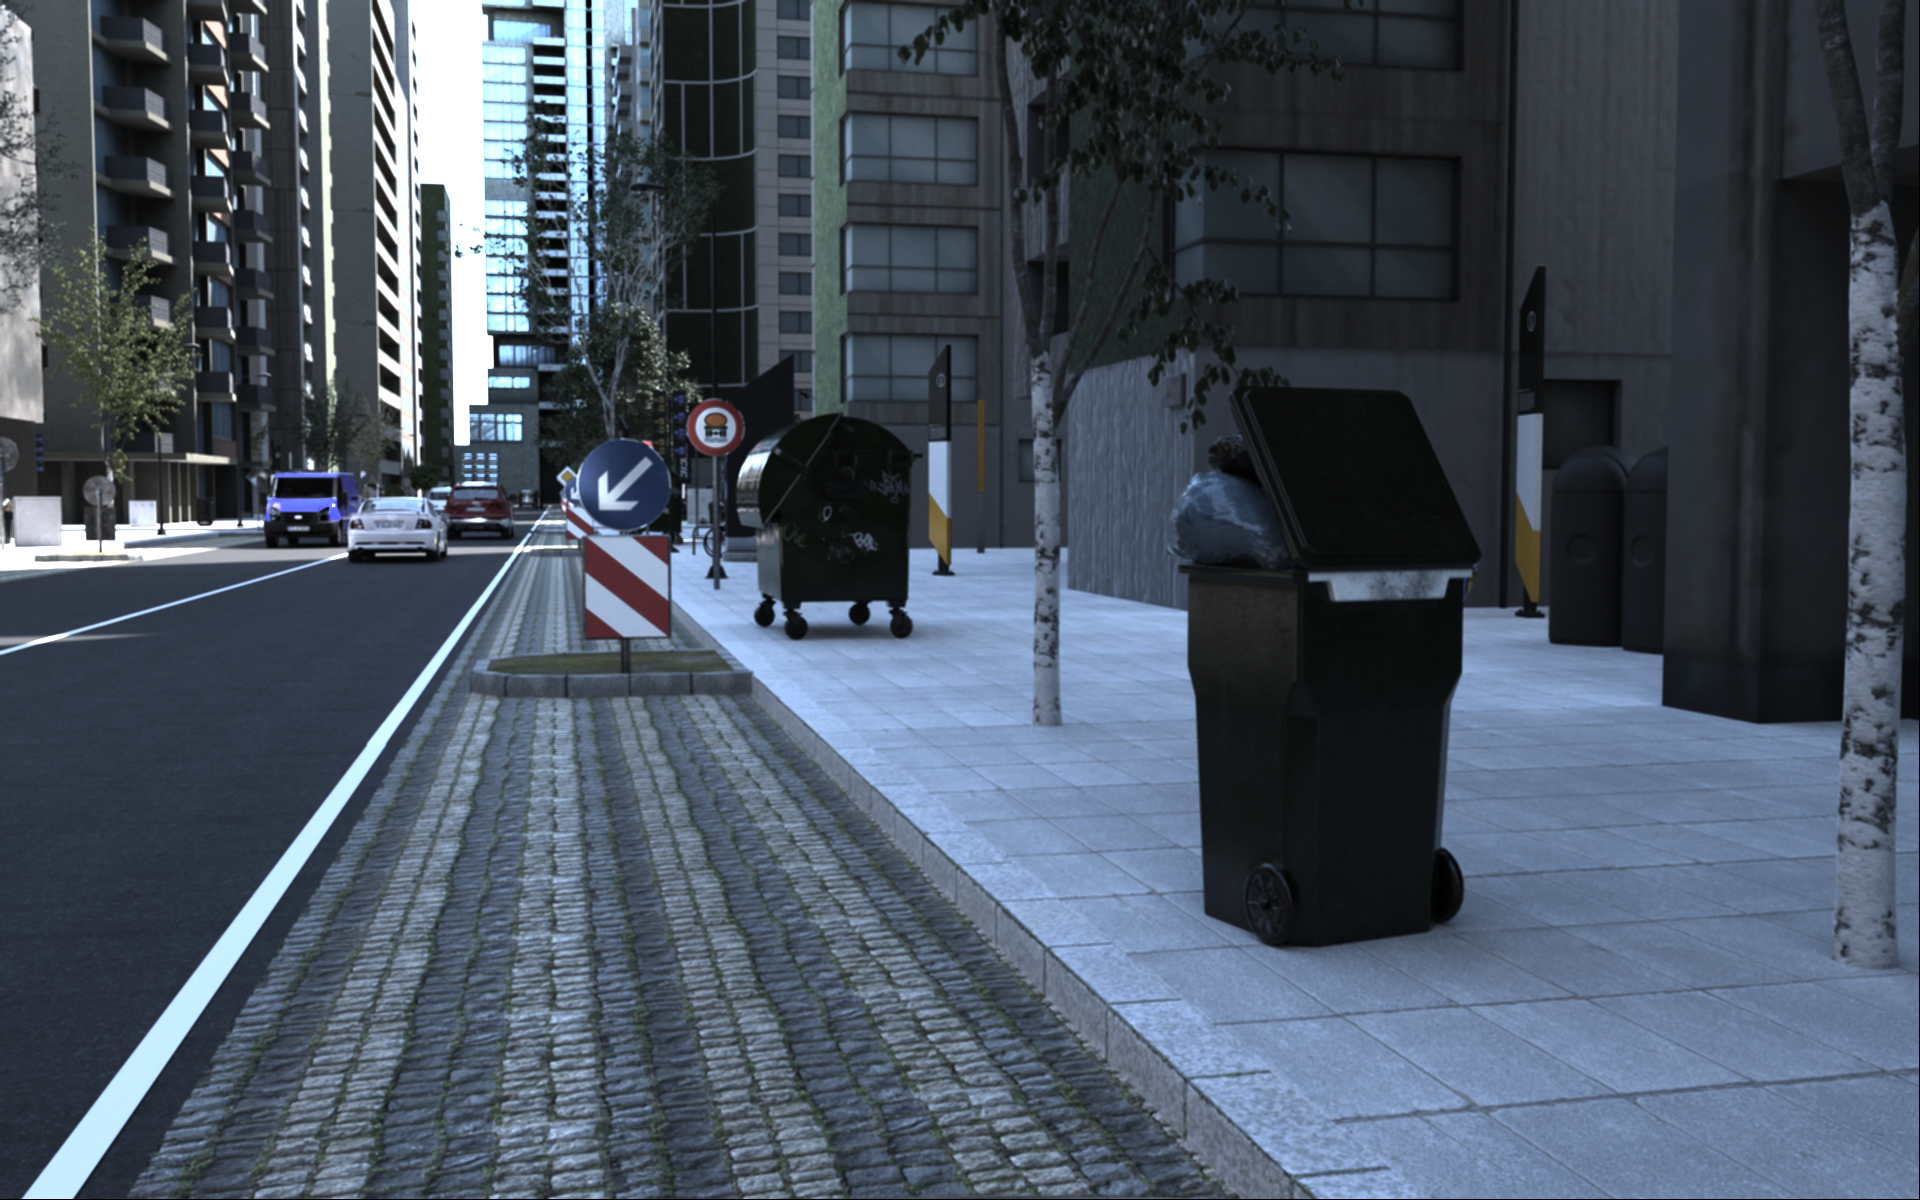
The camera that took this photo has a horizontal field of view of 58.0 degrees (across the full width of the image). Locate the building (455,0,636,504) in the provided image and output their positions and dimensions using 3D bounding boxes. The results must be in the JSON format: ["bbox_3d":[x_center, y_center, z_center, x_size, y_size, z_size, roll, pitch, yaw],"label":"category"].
[{"bbox_3d":[-52.640,-56.475,236.038,31.000,86.520,22.319,-1,4,-13],"label":"building"}]

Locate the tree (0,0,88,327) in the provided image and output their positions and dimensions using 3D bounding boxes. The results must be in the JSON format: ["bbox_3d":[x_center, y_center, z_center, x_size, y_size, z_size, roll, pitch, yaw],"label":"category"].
[{"bbox_3d":[-20.117,-7.232,28.621,12.009,13.543,11.850,0,3,0],"label":"tree"}]

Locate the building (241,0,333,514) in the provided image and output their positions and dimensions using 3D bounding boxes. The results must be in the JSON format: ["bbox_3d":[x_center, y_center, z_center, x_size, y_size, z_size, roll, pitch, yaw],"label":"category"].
[{"bbox_3d":[-49.226,-26.266,113.045,14.154,41.232,14.086,-1,4,-13],"label":"building"}]

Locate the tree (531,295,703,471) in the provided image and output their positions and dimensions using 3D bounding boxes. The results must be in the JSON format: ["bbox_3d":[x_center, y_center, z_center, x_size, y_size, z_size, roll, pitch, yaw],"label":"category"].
[{"bbox_3d":[-19.638,-11.169,99.619,9.611,12.733,9.660,0,3,0],"label":"tree"}]

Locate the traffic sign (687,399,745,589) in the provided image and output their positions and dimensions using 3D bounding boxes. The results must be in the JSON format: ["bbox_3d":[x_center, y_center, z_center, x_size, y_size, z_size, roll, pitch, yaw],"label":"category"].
[{"bbox_3d":[-3.273,-1.415,23.248,0.768,2.556,0.104,-1,4,-11],"label":"traffic sign"}]

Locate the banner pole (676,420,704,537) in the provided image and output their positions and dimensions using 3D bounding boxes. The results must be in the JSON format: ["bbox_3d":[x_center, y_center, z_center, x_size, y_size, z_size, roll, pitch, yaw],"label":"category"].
[{"bbox_3d":[-8.102,-3.779,51.799,0.863,3.779,0.401,-2,4,-24],"label":"banner pole"}]

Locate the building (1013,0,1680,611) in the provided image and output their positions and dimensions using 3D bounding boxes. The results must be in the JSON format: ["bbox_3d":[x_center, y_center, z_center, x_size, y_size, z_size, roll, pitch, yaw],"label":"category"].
[{"bbox_3d":[7.822,-15.561,26.120,14.160,30.474,14.107,-1,4,-13],"label":"building"}]

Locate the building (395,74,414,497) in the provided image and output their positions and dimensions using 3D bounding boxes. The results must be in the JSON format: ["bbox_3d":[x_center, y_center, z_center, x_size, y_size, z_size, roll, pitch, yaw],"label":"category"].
[{"bbox_3d":[-64.736,-32.383,179.574,14.600,45.320,14.200,-1,4,-13],"label":"building"}]

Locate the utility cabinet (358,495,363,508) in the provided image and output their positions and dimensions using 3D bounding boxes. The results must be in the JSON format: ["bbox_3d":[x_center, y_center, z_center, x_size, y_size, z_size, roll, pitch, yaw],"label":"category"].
[{"bbox_3d":[-38.074,-6.011,109.442,0.306,1.237,1.020,0,4,7],"label":"utility cabinet"}]

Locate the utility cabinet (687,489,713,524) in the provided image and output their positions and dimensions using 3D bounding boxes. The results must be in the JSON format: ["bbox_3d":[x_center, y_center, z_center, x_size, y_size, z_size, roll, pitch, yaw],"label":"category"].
[{"bbox_3d":[-10.988,-3.968,73.552,1.173,1.500,0.318,0,4,-4],"label":"utility cabinet"}]

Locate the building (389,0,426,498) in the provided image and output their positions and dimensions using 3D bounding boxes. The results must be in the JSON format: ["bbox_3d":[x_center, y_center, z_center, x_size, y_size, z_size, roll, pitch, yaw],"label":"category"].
[{"bbox_3d":[-75.938,-39.999,195.988,28.212,58.520,21.231,-1,4,-13],"label":"building"}]

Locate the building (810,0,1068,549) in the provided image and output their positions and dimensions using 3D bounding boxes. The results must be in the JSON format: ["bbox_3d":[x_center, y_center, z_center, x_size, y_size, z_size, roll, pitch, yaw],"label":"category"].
[{"bbox_3d":[2.696,-22.242,47.246,14.154,41.232,14.086,-1,4,-13],"label":"building"}]

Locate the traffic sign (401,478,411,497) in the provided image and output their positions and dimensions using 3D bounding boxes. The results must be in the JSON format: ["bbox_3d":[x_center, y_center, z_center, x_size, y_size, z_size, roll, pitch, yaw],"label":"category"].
[{"bbox_3d":[-43.899,-8.394,137.348,0.768,2.556,0.104,-1,4,-11],"label":"traffic sign"}]

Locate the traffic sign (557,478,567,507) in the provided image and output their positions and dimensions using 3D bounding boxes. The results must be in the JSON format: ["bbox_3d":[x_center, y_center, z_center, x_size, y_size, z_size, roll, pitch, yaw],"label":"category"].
[{"bbox_3d":[-15.734,-4.017,69.327,0.795,2.450,0.064,-1,4,-13],"label":"traffic sign"}]

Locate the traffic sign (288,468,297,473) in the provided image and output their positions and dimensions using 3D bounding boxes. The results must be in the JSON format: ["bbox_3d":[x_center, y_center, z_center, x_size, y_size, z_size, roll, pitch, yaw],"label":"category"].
[{"bbox_3d":[-25.817,-3.876,67.020,0.795,2.450,0.064,-1,4,-13],"label":"traffic sign"}]

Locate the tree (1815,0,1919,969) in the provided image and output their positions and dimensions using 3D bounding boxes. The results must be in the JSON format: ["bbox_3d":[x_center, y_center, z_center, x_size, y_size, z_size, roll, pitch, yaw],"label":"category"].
[{"bbox_3d":[2.569,-3.297,4.272,4.360,8.622,3.978,0,3,0],"label":"tree"}]

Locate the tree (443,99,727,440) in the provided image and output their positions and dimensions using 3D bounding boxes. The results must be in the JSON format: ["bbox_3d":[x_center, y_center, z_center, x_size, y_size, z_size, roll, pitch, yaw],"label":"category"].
[{"bbox_3d":[-18.072,-13.978,84.423,12.611,20.169,13.585,0,3,0],"label":"tree"}]

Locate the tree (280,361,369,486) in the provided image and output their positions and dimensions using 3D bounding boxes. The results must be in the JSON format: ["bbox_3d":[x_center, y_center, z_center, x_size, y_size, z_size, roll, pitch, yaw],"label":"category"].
[{"bbox_3d":[-35.146,-8.865,95.312,4.360,8.622,3.978,0,3,0],"label":"tree"}]

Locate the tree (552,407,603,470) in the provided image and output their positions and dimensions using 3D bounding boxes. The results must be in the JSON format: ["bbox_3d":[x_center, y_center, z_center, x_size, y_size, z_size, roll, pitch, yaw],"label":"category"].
[{"bbox_3d":[-31.918,-13.196,150.172,7.601,10.594,8.767,0,4,6],"label":"tree"}]

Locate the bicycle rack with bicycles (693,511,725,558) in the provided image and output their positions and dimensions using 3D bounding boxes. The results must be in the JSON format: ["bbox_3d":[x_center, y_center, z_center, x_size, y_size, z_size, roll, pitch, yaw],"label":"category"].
[{"bbox_3d":[-4.227,-1.383,35.988,2.925,0.926,2.852,-2,4,-25],"label":"bicycle rack with bicycles"}]

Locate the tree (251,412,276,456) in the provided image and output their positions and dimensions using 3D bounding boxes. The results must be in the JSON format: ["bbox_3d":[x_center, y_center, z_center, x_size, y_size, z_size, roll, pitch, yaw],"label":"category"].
[{"bbox_3d":[-43.703,-9.406,104.158,4.737,8.622,4.395,0,3,0],"label":"tree"}]

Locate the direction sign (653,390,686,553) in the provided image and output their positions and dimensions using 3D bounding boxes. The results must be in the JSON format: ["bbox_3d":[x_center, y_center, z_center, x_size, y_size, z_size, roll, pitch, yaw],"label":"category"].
[{"bbox_3d":[-6.359,-2.813,37.995,0.876,3.537,0.379,2,4,29],"label":"direction sign"}]

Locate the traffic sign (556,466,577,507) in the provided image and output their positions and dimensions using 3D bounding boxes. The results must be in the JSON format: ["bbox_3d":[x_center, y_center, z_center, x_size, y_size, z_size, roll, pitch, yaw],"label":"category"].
[{"bbox_3d":[-13.931,-3.542,61.548,0.795,2.450,0.064,-1,4,-13],"label":"traffic sign"}]

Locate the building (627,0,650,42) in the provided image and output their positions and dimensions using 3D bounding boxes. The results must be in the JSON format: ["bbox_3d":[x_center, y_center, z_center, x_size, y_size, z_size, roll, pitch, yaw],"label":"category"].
[{"bbox_3d":[-22.665,-33.793,172.125,23.786,49.044,30.456,-1,4,-13],"label":"building"}]

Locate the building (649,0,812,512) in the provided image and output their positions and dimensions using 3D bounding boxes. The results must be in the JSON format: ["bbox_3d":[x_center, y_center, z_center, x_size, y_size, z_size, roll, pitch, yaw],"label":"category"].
[{"bbox_3d":[-14.650,-42.311,130.039,20.563,71.187,20.611,-1,4,-13],"label":"building"}]

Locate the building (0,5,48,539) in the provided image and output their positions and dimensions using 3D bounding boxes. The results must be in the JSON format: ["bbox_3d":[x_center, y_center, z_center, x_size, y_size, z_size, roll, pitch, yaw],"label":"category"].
[{"bbox_3d":[-34.736,-10.842,44.726,16.811,18.784,16.820,-1,4,-13],"label":"building"}]

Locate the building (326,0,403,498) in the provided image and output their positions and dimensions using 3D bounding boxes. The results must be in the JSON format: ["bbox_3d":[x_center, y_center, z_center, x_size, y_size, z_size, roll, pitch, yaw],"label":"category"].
[{"bbox_3d":[-59.670,-31.988,146.704,21.300,48.544,21.600,-1,4,-13],"label":"building"}]

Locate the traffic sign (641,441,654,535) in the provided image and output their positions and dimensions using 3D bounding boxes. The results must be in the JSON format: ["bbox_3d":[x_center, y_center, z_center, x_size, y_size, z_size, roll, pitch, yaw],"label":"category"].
[{"bbox_3d":[-7.469,-2.522,41.343,0.768,2.556,0.104,-1,4,-11],"label":"traffic sign"}]

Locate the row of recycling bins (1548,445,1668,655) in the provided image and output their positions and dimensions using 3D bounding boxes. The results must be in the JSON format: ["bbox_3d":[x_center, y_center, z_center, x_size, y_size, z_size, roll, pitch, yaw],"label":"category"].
[{"bbox_3d":[6.128,-0.402,13.690,1.069,1.692,3.534,-2,4,-29],"label":"row of recycling bins"}]

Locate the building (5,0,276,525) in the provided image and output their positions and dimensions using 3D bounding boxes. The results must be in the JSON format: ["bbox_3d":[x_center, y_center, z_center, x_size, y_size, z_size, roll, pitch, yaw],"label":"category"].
[{"bbox_3d":[-46.003,-26.188,82.800,22.147,44.769,28.867,-1,4,-13],"label":"building"}]

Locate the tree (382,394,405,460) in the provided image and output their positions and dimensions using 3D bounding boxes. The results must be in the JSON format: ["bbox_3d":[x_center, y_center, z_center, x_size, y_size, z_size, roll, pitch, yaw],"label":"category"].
[{"bbox_3d":[-42.400,-10.696,125.237,4.360,8.622,3.978,0,3,0],"label":"tree"}]

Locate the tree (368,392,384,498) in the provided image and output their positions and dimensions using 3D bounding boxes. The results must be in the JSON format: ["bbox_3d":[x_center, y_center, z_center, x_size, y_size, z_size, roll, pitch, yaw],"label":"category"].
[{"bbox_3d":[-38.105,-9.519,106.002,4.360,8.622,3.978,0,3,0],"label":"tree"}]

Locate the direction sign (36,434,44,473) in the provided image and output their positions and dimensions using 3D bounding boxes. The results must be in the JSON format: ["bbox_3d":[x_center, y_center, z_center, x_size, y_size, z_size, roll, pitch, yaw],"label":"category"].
[{"bbox_3d":[-35.095,-4.505,65.655,0.876,3.537,0.379,1,4,12],"label":"direction sign"}]

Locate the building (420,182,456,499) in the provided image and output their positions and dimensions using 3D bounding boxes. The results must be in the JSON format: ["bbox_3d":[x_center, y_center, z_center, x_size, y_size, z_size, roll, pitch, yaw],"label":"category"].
[{"bbox_3d":[-74.328,-33.332,228.580,14.086,41.232,14.154,-1,4,-13],"label":"building"}]

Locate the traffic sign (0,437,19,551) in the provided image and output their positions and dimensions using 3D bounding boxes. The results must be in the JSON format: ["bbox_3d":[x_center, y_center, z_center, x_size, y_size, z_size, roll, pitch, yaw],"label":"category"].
[{"bbox_3d":[-21.568,-2.376,38.957,0.768,2.556,0.104,0,4,-5],"label":"traffic sign"}]

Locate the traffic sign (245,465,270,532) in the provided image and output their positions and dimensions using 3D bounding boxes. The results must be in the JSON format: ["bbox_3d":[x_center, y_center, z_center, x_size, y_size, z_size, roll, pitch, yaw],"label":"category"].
[{"bbox_3d":[-24.014,-3.401,59.241,0.795,2.450,0.064,-1,4,-13],"label":"traffic sign"}]

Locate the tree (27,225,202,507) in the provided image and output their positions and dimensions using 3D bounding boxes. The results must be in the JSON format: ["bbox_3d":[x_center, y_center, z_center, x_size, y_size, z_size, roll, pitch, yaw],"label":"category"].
[{"bbox_3d":[-23.646,-6.005,48.545,4.737,8.622,4.395,0,3,0],"label":"tree"}]

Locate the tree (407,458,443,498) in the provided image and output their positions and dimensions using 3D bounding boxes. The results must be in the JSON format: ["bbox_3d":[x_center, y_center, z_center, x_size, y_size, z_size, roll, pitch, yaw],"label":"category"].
[{"bbox_3d":[-49.397,-10.780,159.968,4.285,4.588,4.351,0,3,0],"label":"tree"}]

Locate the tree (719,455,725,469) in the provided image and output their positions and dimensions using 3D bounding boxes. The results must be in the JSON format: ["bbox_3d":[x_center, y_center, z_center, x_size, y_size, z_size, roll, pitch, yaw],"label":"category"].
[{"bbox_3d":[-6.160,-4.409,55.798,4.285,4.588,4.351,0,3,0],"label":"tree"}]

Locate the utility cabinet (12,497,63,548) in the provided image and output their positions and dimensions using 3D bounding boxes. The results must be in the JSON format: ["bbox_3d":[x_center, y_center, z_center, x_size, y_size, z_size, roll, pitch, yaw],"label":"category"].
[{"bbox_3d":[-22.292,-1.877,41.859,1.020,1.237,0.306,-2,4,-35],"label":"utility cabinet"}]

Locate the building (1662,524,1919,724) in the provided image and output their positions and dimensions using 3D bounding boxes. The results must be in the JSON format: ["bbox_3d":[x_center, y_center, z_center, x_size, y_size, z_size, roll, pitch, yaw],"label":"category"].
[{"bbox_3d":[16.996,-23.089,1.199,21.300,48.544,21.600,-1,4,-13],"label":"building"}]

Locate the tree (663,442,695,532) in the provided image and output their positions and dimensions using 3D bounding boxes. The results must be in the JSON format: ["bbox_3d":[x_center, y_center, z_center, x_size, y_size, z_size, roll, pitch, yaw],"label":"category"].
[{"bbox_3d":[-9.995,-3.925,58.767,1.663,3.219,1.824,0,3,0],"label":"tree"}]

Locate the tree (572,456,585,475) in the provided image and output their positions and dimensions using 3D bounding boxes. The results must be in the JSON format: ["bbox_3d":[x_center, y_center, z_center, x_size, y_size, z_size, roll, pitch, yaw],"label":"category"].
[{"bbox_3d":[-26.682,-8.662,125.345,4.285,4.588,4.351,0,3,0],"label":"tree"}]

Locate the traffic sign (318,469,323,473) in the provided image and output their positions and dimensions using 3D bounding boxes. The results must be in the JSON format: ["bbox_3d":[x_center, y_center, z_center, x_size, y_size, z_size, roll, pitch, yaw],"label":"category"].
[{"bbox_3d":[-33.125,-5.488,89.727,0.884,2.594,0.081,0,4,-5],"label":"traffic sign"}]

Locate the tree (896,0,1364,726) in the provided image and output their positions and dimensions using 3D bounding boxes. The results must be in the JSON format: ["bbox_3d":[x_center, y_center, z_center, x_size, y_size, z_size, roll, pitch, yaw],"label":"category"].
[{"bbox_3d":[0.642,-3.599,9.208,4.360,8.622,3.978,0,3,0],"label":"tree"}]

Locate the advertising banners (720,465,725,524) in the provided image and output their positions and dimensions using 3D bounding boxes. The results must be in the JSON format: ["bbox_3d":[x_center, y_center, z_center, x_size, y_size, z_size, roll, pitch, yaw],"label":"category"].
[{"bbox_3d":[-10.199,-4.775,74.260,0.090,3.025,2.074,-1,4,-12],"label":"advertising banners"}]
